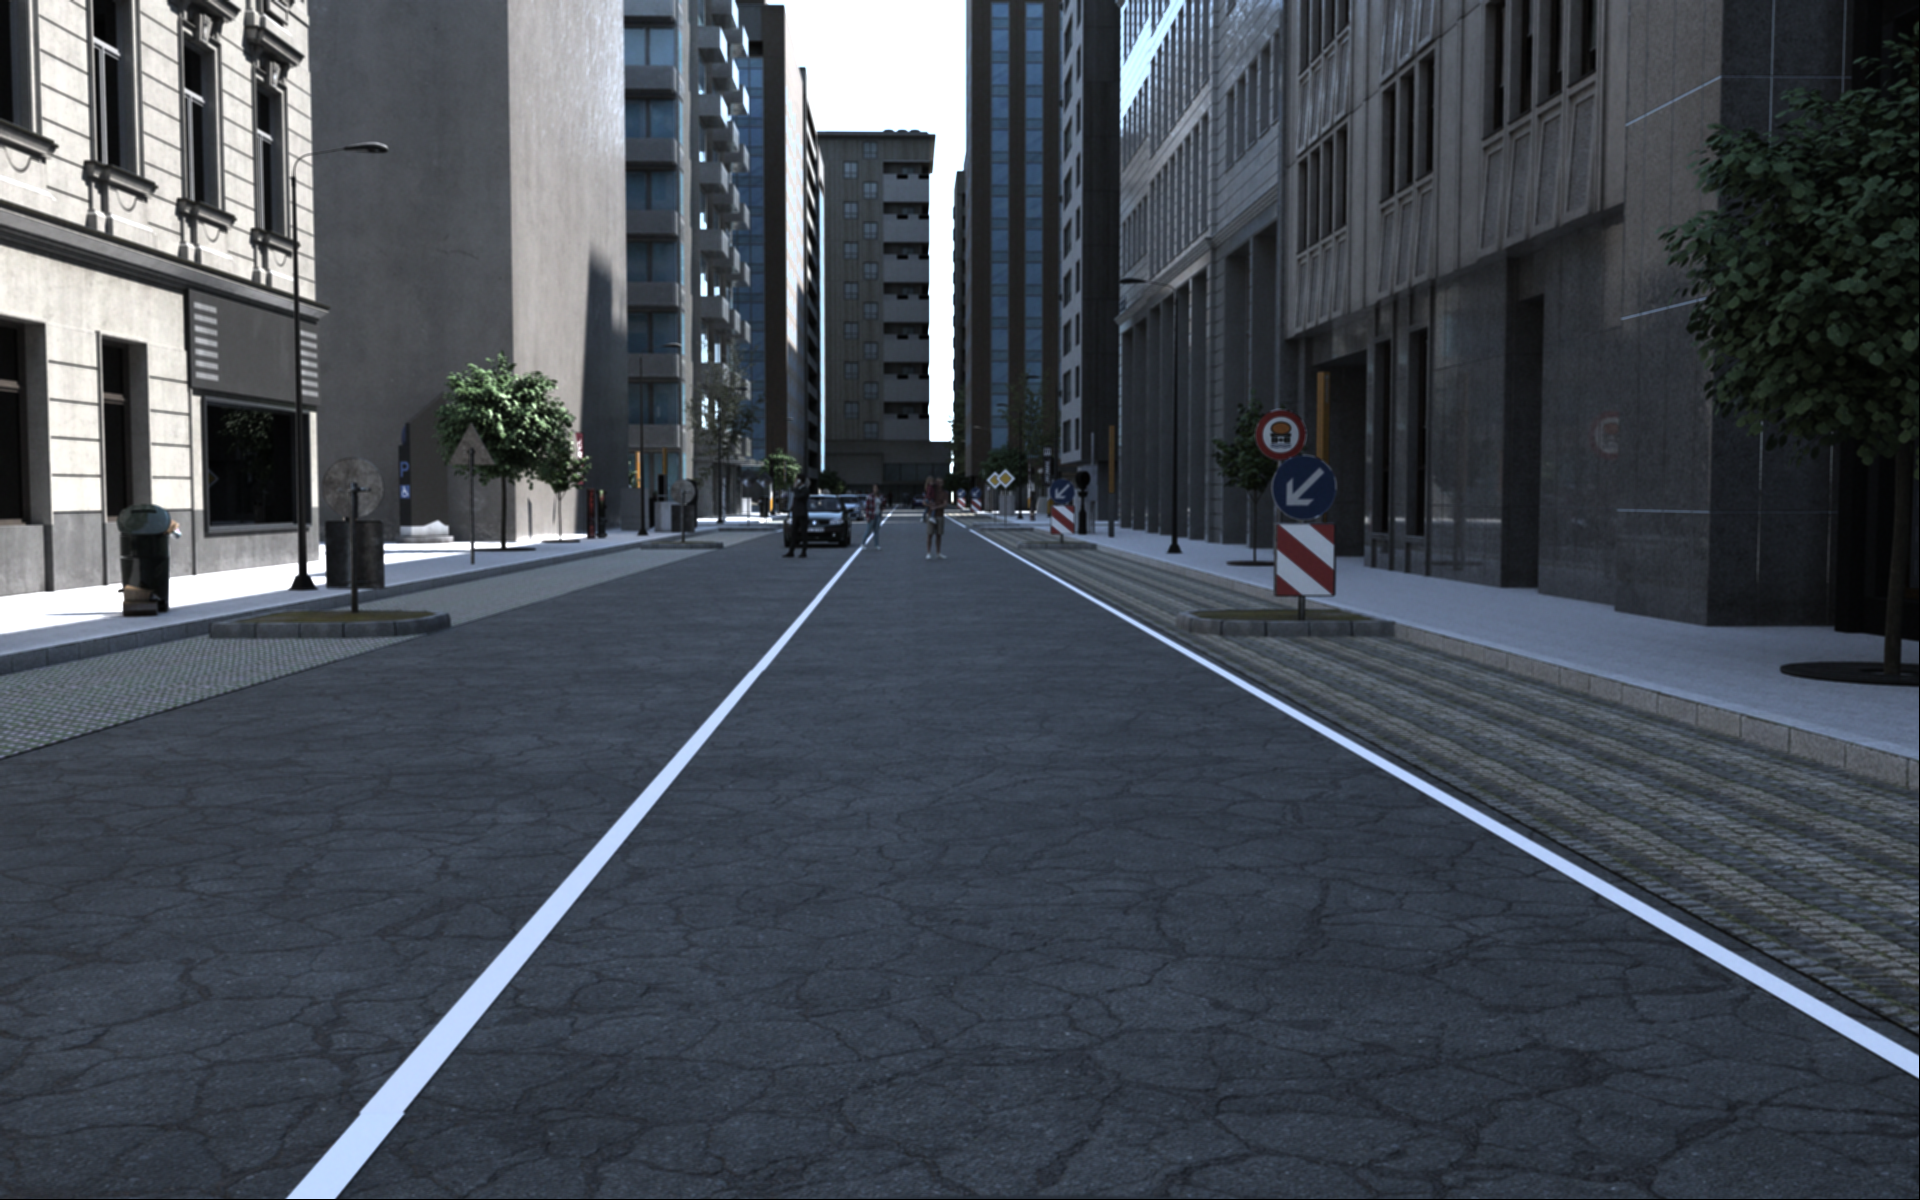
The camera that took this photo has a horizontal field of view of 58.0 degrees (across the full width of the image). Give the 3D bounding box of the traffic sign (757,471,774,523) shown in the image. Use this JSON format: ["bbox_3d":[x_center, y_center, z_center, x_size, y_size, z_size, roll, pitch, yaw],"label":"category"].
[{"bbox_3d":[-8.504,-4.399,75.563,0.795,2.450,0.064,0,4,-2],"label":"traffic sign"}]

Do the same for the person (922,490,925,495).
[{"bbox_3d":[-4.056,-10.862,185.955,0.599,1.838,0.709,0,4,1],"label":"person"}]

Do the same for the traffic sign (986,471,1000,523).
[{"bbox_3d":[1.537,-4.416,75.850,0.795,2.450,0.064,0,4,-2],"label":"traffic sign"}]

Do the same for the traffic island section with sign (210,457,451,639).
[{"bbox_3d":[-6.438,-0.575,18.026,1.989,1.847,2.006,0,4,-2],"label":"traffic island section with sign"}]

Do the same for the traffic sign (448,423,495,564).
[{"bbox_3d":[-8.917,-1.934,31.619,0.884,2.594,0.081,0,4,5],"label":"traffic sign"}]

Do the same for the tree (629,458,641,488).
[{"bbox_3d":[-15.338,-5.083,77.707,1.663,3.219,1.824,0,3,0],"label":"tree"}]

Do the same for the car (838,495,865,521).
[{"bbox_3d":[-6.110,-4.963,93.148,2.014,1.417,4.499,0,4,0],"label":"car"}]

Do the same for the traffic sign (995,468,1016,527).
[{"bbox_3d":[1.782,-3.928,67.869,0.795,2.450,0.064,0,4,-2],"label":"traffic sign"}]

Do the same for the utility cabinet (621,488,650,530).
[{"bbox_3d":[-11.366,-3.176,60.612,1.173,1.500,0.318,3,5,39],"label":"utility cabinet"}]

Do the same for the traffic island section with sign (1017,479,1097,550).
[{"bbox_3d":[2.501,-2.245,45.337,1.989,1.847,2.006,0,4,-2],"label":"traffic island section with sign"}]

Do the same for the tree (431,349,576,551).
[{"bbox_3d":[-10.407,-3.405,39.381,4.285,4.588,4.351,0,3,0],"label":"tree"}]

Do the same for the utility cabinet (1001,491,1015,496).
[{"bbox_3d":[3.266,-6.664,117.643,0.318,1.500,1.173,-3,5,-39],"label":"utility cabinet"}]

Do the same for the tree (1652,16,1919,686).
[{"bbox_3d":[6.503,-1.733,12.053,4.285,4.588,4.351,0,3,0],"label":"tree"}]

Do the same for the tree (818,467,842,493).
[{"bbox_3d":[-15.781,-13.670,207.225,4.285,4.588,4.351,0,3,0],"label":"tree"}]

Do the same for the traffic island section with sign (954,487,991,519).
[{"bbox_3d":[0.795,-5.648,100.972,1.989,1.847,2.006,0,4,-2],"label":"traffic island section with sign"}]

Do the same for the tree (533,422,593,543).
[{"bbox_3d":[-10.541,-3.152,46.133,1.663,3.219,1.824,0,3,0],"label":"tree"}]

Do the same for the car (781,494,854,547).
[{"bbox_3d":[-3.931,-2.340,48.044,2.009,1.686,4.222,0,4,-2],"label":"car"}]

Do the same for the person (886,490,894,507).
[{"bbox_3d":[-7.700,-11.160,190.930,1.348,1.831,0.705,3,5,39],"label":"person"}]

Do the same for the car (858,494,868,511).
[{"bbox_3d":[-7.182,-7.126,128.520,2.014,1.417,4.499,0,4,0],"label":"car"}]

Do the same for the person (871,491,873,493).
[{"bbox_3d":[-11.582,-13.370,227.089,0.705,1.826,1.348,0,4,-1],"label":"person"}]

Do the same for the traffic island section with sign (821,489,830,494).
[{"bbox_3d":[-9.782,-7.250,127.169,1.989,1.847,2.006,0,4,-2],"label":"traffic island section with sign"}]

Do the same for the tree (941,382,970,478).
[{"bbox_3d":[1.851,-14.639,157.467,7.486,12.596,7.792,0,3,0],"label":"tree"}]

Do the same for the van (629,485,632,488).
[{"bbox_3d":[-15.345,-3.905,70.857,4.112,2.044,2.013,0,4,-3],"label":"van"}]

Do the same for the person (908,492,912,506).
[{"bbox_3d":[-6.018,-12.169,208.259,0.742,1.727,0.445,2,4,27],"label":"person"}]

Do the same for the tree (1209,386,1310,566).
[{"bbox_3d":[5.241,-2.250,31.388,1.663,3.219,1.824,0,3,0],"label":"tree"}]

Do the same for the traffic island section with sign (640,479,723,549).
[{"bbox_3d":[-7.276,-2.258,45.552,1.989,1.847,2.006,0,4,-2],"label":"traffic island section with sign"}]

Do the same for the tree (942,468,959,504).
[{"bbox_3d":[0.670,-11.557,172.676,4.285,4.588,4.351,0,3,0],"label":"tree"}]

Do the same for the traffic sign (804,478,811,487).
[{"bbox_3d":[-12.024,-8.254,135.057,0.768,2.556,0.104,0,4,1],"label":"traffic sign"}]

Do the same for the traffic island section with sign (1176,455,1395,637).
[{"bbox_3d":[3.338,-0.587,18.221,1.989,1.847,2.006,0,4,-2],"label":"traffic island section with sign"}]

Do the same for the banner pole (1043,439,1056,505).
[{"bbox_3d":[4.096,-5.413,78.527,0.863,3.779,0.401,2,4,34],"label":"banner pole"}]

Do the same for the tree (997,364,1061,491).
[{"bbox_3d":[4.328,-9.080,98.816,4.737,8.622,4.395,0,3,0],"label":"tree"}]

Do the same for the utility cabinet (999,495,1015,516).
[{"bbox_3d":[2.754,-5.536,101.677,1.020,1.237,0.306,3,5,43],"label":"utility cabinet"}]

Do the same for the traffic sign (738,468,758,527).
[{"bbox_3d":[-8.259,-3.911,67.582,0.795,2.450,0.064,0,4,-2],"label":"traffic sign"}]

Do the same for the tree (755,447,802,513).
[{"bbox_3d":[-12.522,-8.310,119.575,4.285,4.588,4.351,0,3,0],"label":"tree"}]

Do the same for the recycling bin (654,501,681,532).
[{"bbox_3d":[-9.895,-2.819,58.646,0.722,1.027,0.722,-2,4,-29],"label":"recycling bin"}]

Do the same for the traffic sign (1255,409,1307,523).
[{"bbox_3d":[4.818,-1.589,26.092,0.768,2.556,0.104,0,4,4],"label":"traffic sign"}]

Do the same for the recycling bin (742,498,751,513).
[{"bbox_3d":[-14.378,-6.281,115.254,0.722,1.027,0.722,-3,5,-41],"label":"recycling bin"}]

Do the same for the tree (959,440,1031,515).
[{"bbox_3d":[2.897,-7.861,112.248,4.285,4.588,4.351,0,3,0],"label":"tree"}]

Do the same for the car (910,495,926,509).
[{"bbox_3d":[-3.822,-9.426,166.700,1.945,1.354,3.894,0,4,-3],"label":"car"}]

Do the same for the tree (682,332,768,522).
[{"bbox_3d":[-10.851,-7.890,79.370,4.360,8.622,3.978,0,3,0],"label":"tree"}]

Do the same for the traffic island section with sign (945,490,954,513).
[{"bbox_3d":[-0.036,-7.309,128.129,1.989,1.847,2.006,0,4,-2],"label":"traffic island section with sign"}]

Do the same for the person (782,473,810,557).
[{"bbox_3d":[-3.685,-1.923,39.298,0.474,1.900,0.648,-3,5,-42],"label":"person"}]

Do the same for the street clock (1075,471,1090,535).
[{"bbox_3d":[3.892,-3.080,54.920,0.358,2.002,0.471,3,5,44],"label":"street clock"}]

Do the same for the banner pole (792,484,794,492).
[{"bbox_3d":[-14.269,-9.694,148.512,0.401,3.779,0.863,-2,4,-29],"label":"banner pole"}]

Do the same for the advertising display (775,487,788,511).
[{"bbox_3d":[-13.247,-7.546,128.596,0.974,1.923,0.123,1,4,17],"label":"advertising display"}]

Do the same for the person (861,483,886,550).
[{"bbox_3d":[-2.228,-2.162,44.680,0.563,1.720,0.643,-3,5,-41],"label":"person"}]

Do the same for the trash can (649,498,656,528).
[{"bbox_3d":[-11.809,-3.274,65.180,0.748,1.137,0.748,0,3,0],"label":"trash can"}]

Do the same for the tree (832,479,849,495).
[{"bbox_3d":[-15.224,-14.148,225.926,1.663,3.219,1.824,0,3,0],"label":"tree"}]

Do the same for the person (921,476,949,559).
[{"bbox_3d":[-0.580,-1.830,38.401,0.573,1.828,0.580,2,4,34],"label":"person"}]

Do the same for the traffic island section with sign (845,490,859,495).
[{"bbox_3d":[-11.331,-10.326,177.451,1.989,1.847,2.006,0,4,-2],"label":"traffic island section with sign"}]

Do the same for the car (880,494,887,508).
[{"bbox_3d":[-8.618,-10.482,180.423,2.155,1.783,4.494,0,4,-1],"label":"car"}]

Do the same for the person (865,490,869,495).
[{"bbox_3d":[-8.906,-9.629,166.077,1.348,1.807,0.705,-2,4,-27],"label":"person"}]
